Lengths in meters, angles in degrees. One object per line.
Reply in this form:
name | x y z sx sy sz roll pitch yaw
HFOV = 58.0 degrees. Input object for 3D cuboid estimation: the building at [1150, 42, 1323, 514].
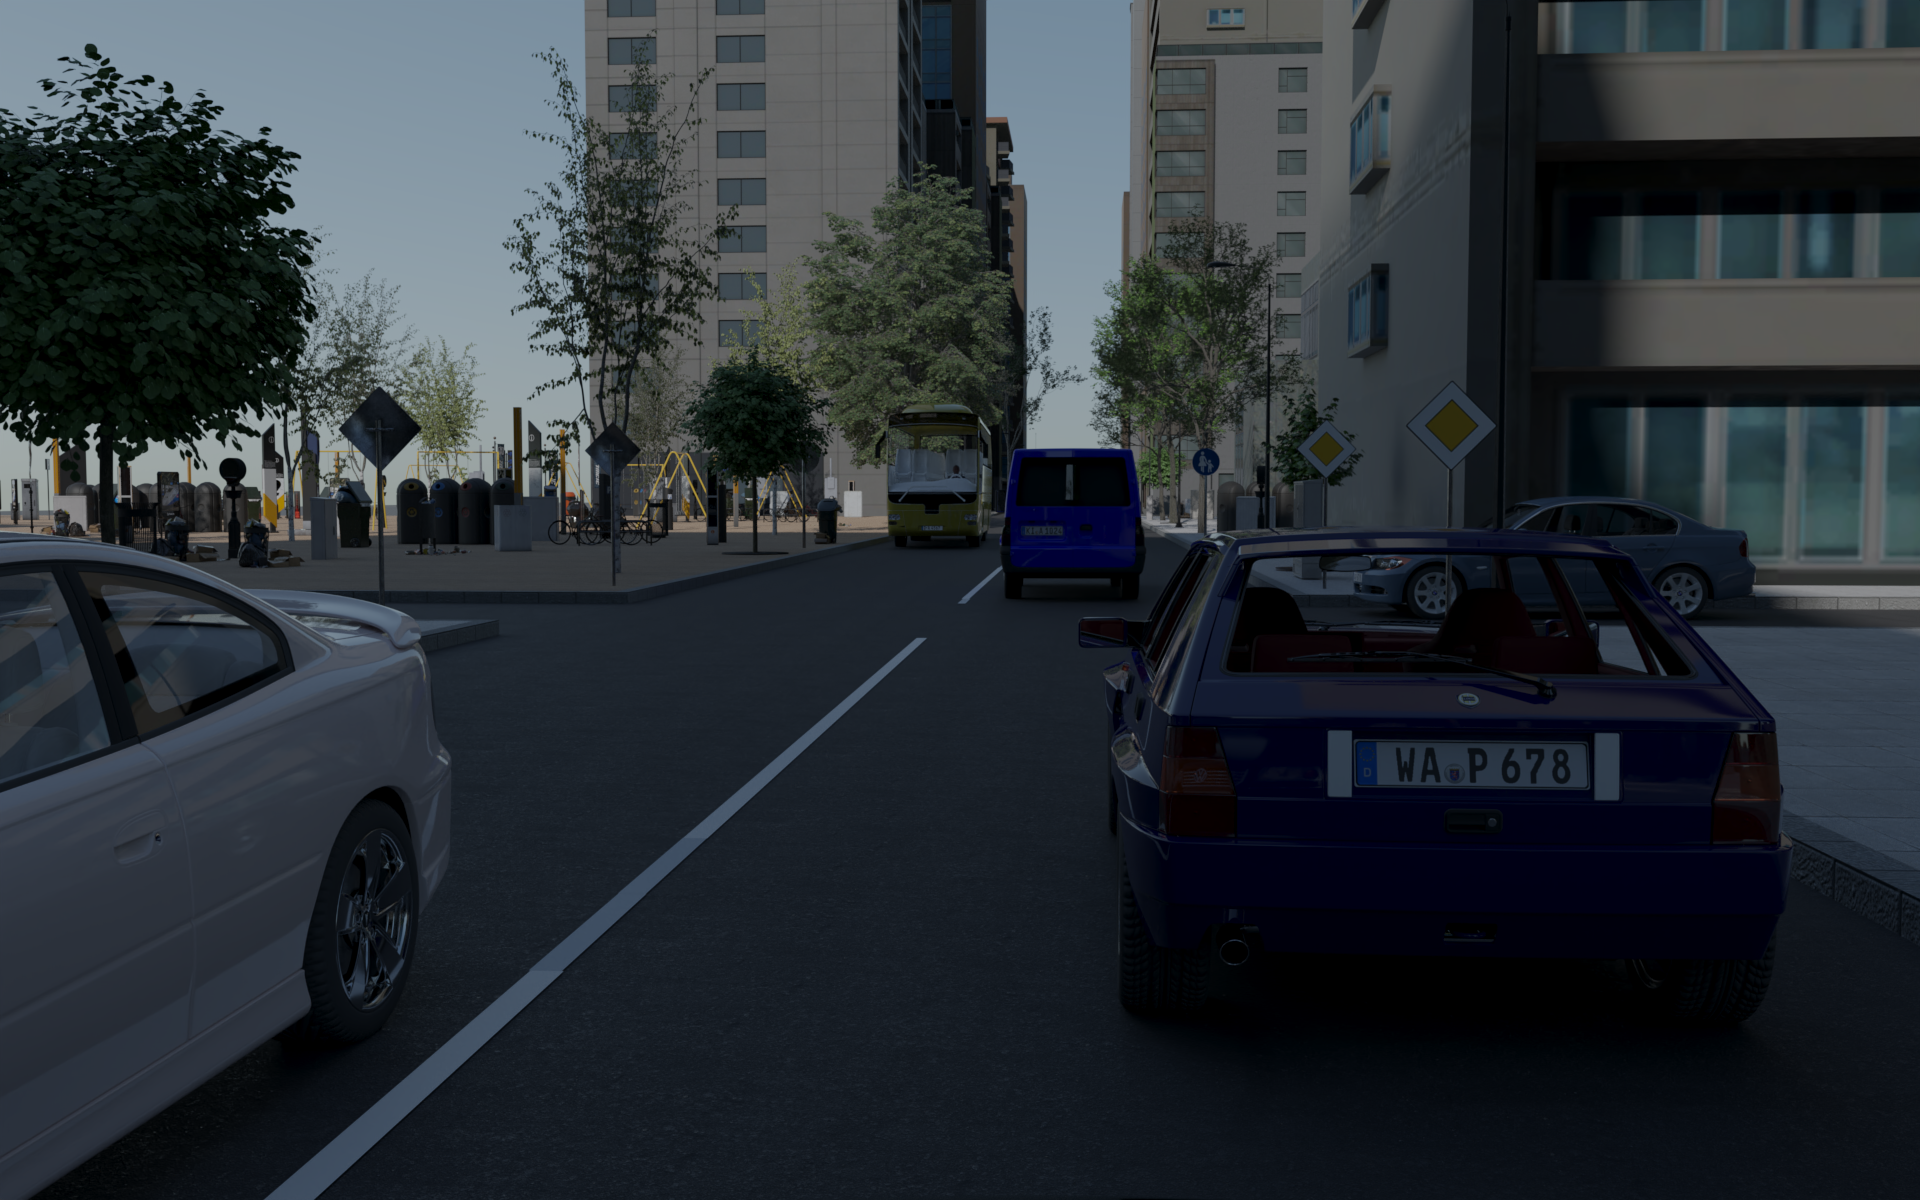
building | 19.680 -20.986 114.820 14.160 30.474 14.107 0 4 4

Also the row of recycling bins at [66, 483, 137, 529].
row of recycling bins | -31.217 -3.480 64.003 1.069 1.692 3.534 2 4 30

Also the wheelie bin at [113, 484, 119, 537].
wheelie bin | -25.281 -2.688 51.852 0.980 1.594 0.693 2 4 31

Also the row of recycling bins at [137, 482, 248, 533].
row of recycling bins | -25.655 -3.132 58.328 3.534 1.692 1.069 1 4 9

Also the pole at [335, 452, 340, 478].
pole | -29.307 -5.365 81.566 0.158 3.312 0.155 0 3 0

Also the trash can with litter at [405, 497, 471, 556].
trash can with litter | -11.125 -1.600 37.211 1.678 1.210 2.233 1 4 16

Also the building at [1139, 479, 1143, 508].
building | 24.118 -29.389 164.105 14.154 41.232 14.086 0 4 4

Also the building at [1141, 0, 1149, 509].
building | 22.783 -30.570 149.923 14.600 45.320 14.200 0 4 4

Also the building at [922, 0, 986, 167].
building | -5.150 -30.048 141.398 14.600 45.320 14.200 0 4 4

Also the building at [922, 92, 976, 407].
building | -6.249 -21.757 127.428 14.160 30.474 14.107 0 4 4

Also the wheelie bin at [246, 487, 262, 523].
wheelie bin | -30.172 -4.016 73.566 0.693 1.594 0.980 3 5 42

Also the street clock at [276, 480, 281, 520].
street clock | -34.474 -5.061 87.310 0.471 2.002 0.358 -2 4 -35

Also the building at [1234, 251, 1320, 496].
building | 24.860 -46.632 75.110 22.319 86.520 31.000 0 4 4

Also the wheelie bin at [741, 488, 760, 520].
wheelie bin | -10.525 -4.835 86.959 0.980 1.594 0.693 -1 4 -10

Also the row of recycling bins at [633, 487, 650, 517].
row of recycling bins | -17.562 -5.543 97.740 1.069 1.692 3.534 -2 4 -27

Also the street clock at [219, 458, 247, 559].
street clock | -14.467 -1.831 34.502 0.471 2.002 0.358 1 4 12

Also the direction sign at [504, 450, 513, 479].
direction sign | -23.344 -5.948 89.241 0.876 3.537 0.379 2 4 33

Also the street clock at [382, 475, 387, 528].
street clock | -21.873 -3.730 65.561 0.358 2.002 0.471 0 3 0

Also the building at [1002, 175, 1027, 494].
building | 2.317 -36.339 244.248 14.600 45.320 14.200 0 4 4

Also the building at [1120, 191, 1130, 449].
building | 30.160 -36.611 248.700 14.600 45.320 14.200 0 4 4

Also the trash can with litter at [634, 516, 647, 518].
trash can with litter | -16.624 -5.097 94.400 2.233 1.210 1.678 0 4 5

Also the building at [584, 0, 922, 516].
building | -10.797 -41.033 109.141 20.563 71.187 20.611 0 4 4

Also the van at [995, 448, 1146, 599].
van | 1.601 -1.284 25.381 2.240 2.365 5.245 0 4 2

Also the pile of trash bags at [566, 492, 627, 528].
pile of trash bags | -14.413 -3.508 67.112 1.912 1.369 3.447 -3 5 -44

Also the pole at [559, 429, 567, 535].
pole | -12.496 -3.709 54.489 0.158 3.312 0.155 0 3 0

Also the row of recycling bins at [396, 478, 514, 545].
row of recycling bins | -12.786 -2.270 44.231 3.534 1.692 1.069 1 4 16

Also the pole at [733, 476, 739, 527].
pole | -8.692 -4.482 67.128 0.158 3.312 0.155 0 3 0

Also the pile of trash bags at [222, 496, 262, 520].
pile of trash bags | -36.563 -4.676 86.198 3.447 1.369 1.912 -2 4 -29

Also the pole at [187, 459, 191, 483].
pole | -42.584 -6.232 95.733 0.158 3.312 0.155 0 3 0

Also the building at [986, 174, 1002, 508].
building | -3.555 -23.498 155.901 14.160 30.474 14.107 0 4 4

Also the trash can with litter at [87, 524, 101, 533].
trash can with litter | -28.492 -2.828 57.618 1.055 1.170 0.624 0 4 -5

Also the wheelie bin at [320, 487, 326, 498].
wheelie bin | -26.385 -3.947 72.444 0.980 1.594 0.693 3 4 36

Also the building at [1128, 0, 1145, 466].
building | 29.756 -40.030 196.493 21.231 58.520 28.212 0 4 4

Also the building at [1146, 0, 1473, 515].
building | 25.392 -31.072 131.725 21.300 48.544 21.600 0 4 4

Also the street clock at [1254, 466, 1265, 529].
street clock | 7.670 -2.419 44.117 0.358 2.002 0.471 0 4 8

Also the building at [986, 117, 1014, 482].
building | -5.166 -33.240 198.099 22.147 44.769 28.867 0 4 4

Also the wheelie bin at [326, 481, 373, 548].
wheelie bin | -14.563 -2.057 41.545 0.693 1.594 0.980 1 4 9

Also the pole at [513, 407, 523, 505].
pole | -10.365 -2.863 40.660 0.158 3.312 0.155 0 3 0

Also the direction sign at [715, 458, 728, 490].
direction sign | -13.179 -6.319 95.319 0.876 3.537 0.379 0 4 5

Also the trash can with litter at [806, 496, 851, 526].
trash can with litter | -5.101 -3.574 69.499 1.678 1.210 2.233 -2 4 -25

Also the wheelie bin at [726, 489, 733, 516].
wheelie bin | -13.218 -5.617 99.739 0.980 1.594 0.693 -3 5 -39

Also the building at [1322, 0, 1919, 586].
building | 18.093 -24.972 31.991 21.600 48.544 21.300 0 4 4

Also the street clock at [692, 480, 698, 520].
street clock | -13.306 -5.043 87.028 0.358 2.002 0.471 -1 4 -13

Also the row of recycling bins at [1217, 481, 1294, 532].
row of recycling bins | 9.995 -2.965 55.592 3.534 1.692 1.069 -1 4 -13

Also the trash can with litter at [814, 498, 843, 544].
trash can with litter | -3.406 -2.031 44.589 0.624 1.170 1.055 0 4 8

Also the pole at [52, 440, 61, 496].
pole | -31.807 -4.107 60.999 0.158 3.312 0.155 0 3 0
